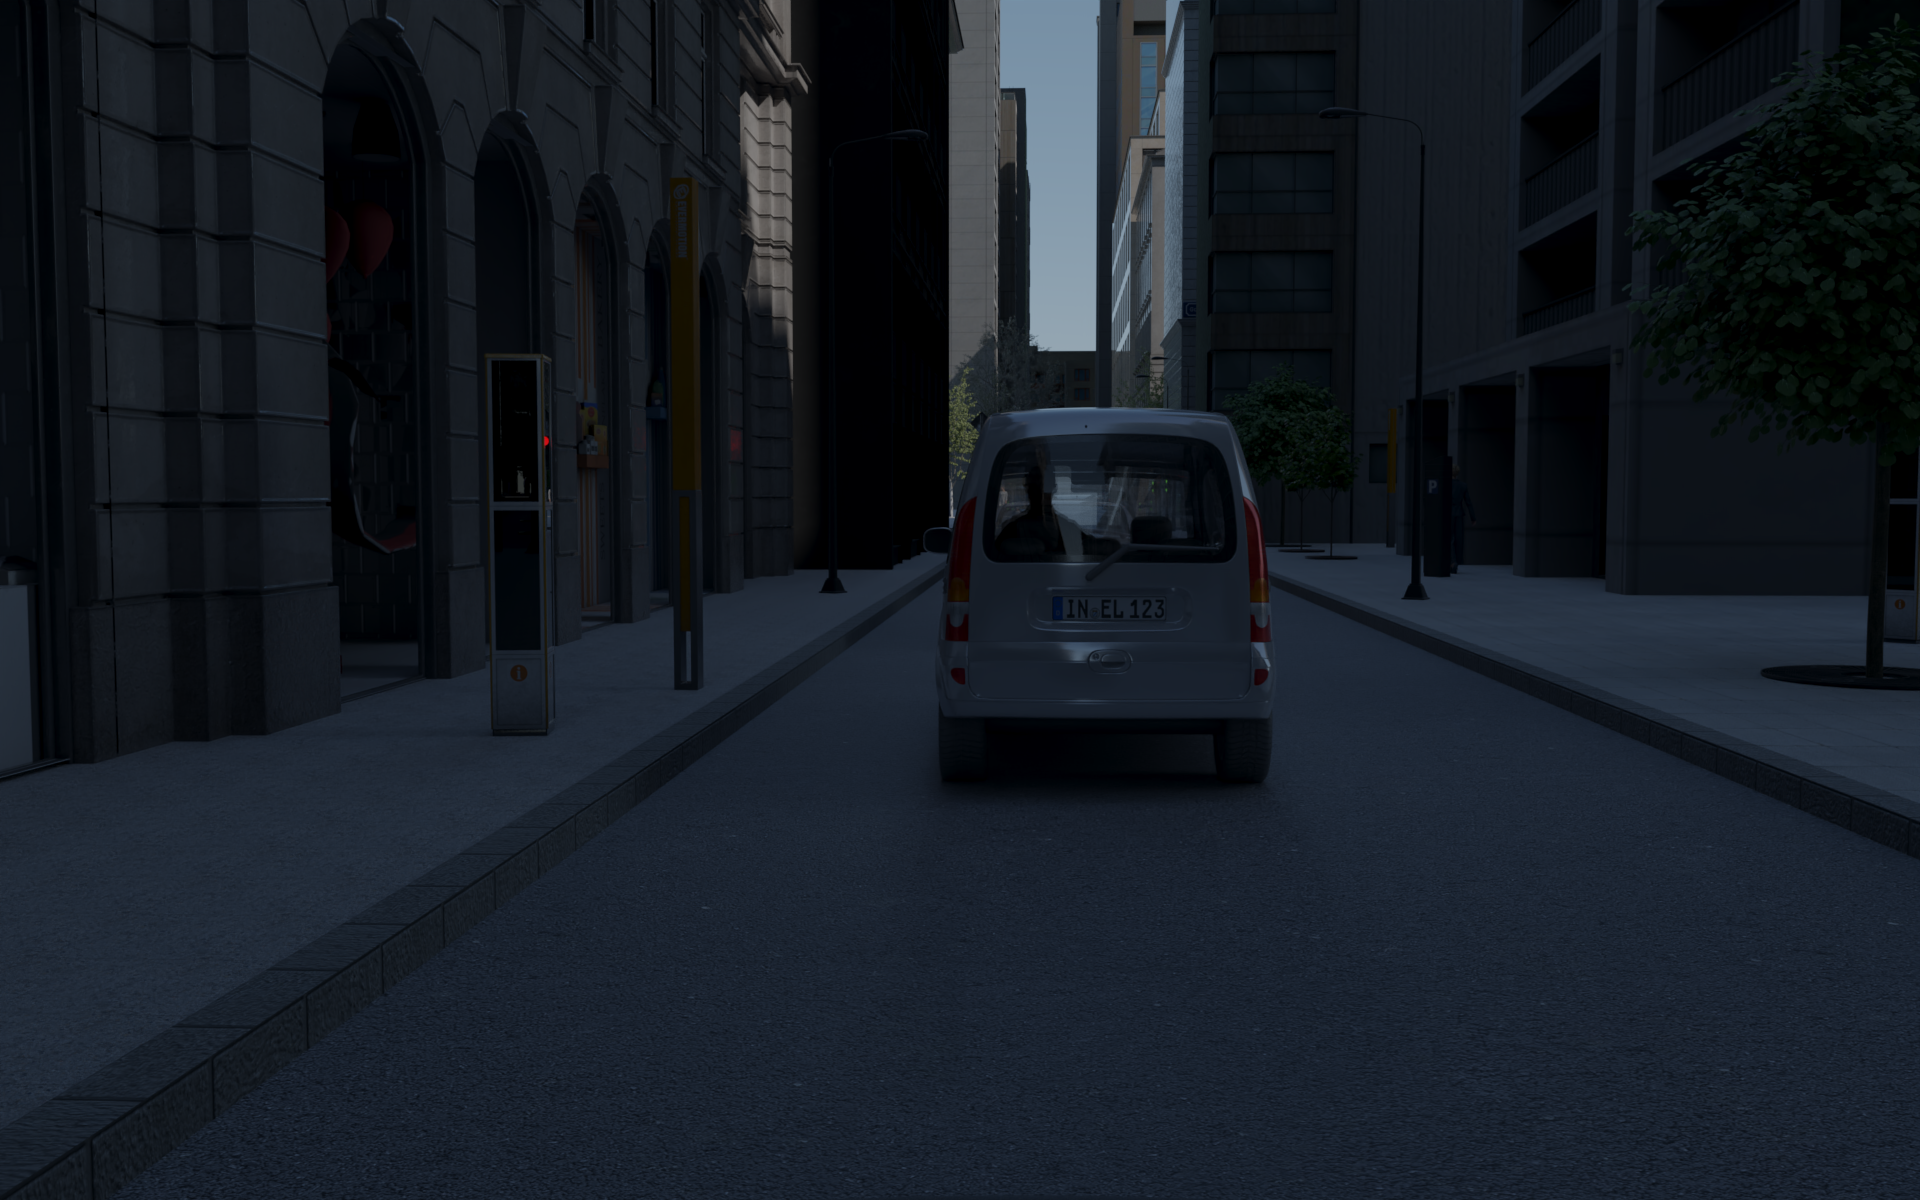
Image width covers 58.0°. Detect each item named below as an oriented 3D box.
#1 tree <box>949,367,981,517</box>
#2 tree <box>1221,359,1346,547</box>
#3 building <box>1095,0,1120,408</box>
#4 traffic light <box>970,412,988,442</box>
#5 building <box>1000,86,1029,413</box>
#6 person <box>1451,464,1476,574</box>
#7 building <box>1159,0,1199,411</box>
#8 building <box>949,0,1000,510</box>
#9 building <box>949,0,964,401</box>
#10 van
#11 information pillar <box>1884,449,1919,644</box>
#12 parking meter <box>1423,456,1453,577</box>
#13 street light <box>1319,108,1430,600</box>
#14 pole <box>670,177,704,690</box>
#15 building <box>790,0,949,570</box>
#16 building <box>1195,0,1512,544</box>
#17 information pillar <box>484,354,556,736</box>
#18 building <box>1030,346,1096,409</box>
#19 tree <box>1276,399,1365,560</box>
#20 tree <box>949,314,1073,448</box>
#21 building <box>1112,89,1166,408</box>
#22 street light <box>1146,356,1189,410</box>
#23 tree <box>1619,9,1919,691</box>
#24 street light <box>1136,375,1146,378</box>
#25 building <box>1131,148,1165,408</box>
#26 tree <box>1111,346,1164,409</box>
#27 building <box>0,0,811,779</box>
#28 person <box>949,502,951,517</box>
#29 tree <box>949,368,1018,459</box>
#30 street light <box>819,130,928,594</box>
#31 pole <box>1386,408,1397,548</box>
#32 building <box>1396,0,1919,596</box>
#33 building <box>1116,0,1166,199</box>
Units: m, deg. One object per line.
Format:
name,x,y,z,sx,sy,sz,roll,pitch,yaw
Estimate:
tree,-0.497,-8.820,94.576,4.737,8.622,4.395,0,3,0
tree,7.811,-3.585,42.327,4.285,4.588,4.351,0,3,0
building,26.401,-40.364,201.954,21.231,58.520,28.212,0,4,3
traffic light,0.754,-4.279,58.882,0.839,4.253,0.868,0,4,3
building,-0.682,-29.733,169.722,14.154,41.232,14.086,0,4,3
person,8.006,-1.315,27.971,0.576,1.772,0.534,-2,4,-29
building,23.431,-17.892,70.030,29.804,29.767,11.434,0,4,3
building,-4.626,-43.618,151.407,20.563,71.187,20.611,0,4,3
building,-9.775,-11.575,53.875,19.286,19.102,10.561,0,4,3
van,0.761,-0.182,9.981,2.013,2.044,4.112,0,4,2
information pillar,8.193,-0.638,14.925,0.304,2.012,0.304,-3,4,-36
parking meter,7.391,-1.291,26.812,0.255,1.863,0.399,-2,4,-30
street light,5.014,-2.962,20.969,1.470,5.913,1.316,0,4,3
pole,-1.785,-1.068,11.307,0.158,3.312,0.155,0,3,0
building,-6.852,-12.667,36.776,12.332,23.373,15.834,0,4,3
building,13.868,-17.058,50.606,14.160,30.474,14.107,0,4,3
information pillar,-2.345,-0.291,9.255,0.304,2.012,0.304,0,4,-5
building,8.899,-24.107,239.191,28.899,21.520,27.650,0,4,3
tree,7.435,-2.423,34.224,1.663,3.219,1.824,0,3,0
tree,3.035,-12.769,119.143,12.009,13.543,11.850,0,3,0
building,21.004,-19.497,123.289,19.350,26.468,34.151,0,4,3
street light,7.144,-5.259,58.533,1.470,5.913,1.316,0,4,3
tree,6.351,-1.716,11.767,4.285,4.588,4.351,0,3,0
street light,7.527,-5.805,67.450,1.470,5.913,1.316,0,4,3
building,14.866,-15.182,97.380,9.793,20.994,18.267,0,4,3
tree,9.553,-8.170,83.941,4.737,8.622,4.395,0,3,0
building,-9.151,-10.649,15.904,13.314,21.916,24.055,0,4,3
person,-0.627,-3.833,69.275,0.524,1.755,0.480,1,4,11
tree,1.454,-9.210,100.946,4.360,8.622,3.978,0,3,0
street light,-1.109,-3.042,22.282,1.470,5.913,1.316,0,4,3
pole,10.306,-2.907,41.372,0.158,3.312,0.155,0,3,0
building,18.867,-35.809,23.737,20.563,71.187,20.611,0,4,3
building,20.673,-30.604,150.485,14.600,45.320,14.200,0,4,3
